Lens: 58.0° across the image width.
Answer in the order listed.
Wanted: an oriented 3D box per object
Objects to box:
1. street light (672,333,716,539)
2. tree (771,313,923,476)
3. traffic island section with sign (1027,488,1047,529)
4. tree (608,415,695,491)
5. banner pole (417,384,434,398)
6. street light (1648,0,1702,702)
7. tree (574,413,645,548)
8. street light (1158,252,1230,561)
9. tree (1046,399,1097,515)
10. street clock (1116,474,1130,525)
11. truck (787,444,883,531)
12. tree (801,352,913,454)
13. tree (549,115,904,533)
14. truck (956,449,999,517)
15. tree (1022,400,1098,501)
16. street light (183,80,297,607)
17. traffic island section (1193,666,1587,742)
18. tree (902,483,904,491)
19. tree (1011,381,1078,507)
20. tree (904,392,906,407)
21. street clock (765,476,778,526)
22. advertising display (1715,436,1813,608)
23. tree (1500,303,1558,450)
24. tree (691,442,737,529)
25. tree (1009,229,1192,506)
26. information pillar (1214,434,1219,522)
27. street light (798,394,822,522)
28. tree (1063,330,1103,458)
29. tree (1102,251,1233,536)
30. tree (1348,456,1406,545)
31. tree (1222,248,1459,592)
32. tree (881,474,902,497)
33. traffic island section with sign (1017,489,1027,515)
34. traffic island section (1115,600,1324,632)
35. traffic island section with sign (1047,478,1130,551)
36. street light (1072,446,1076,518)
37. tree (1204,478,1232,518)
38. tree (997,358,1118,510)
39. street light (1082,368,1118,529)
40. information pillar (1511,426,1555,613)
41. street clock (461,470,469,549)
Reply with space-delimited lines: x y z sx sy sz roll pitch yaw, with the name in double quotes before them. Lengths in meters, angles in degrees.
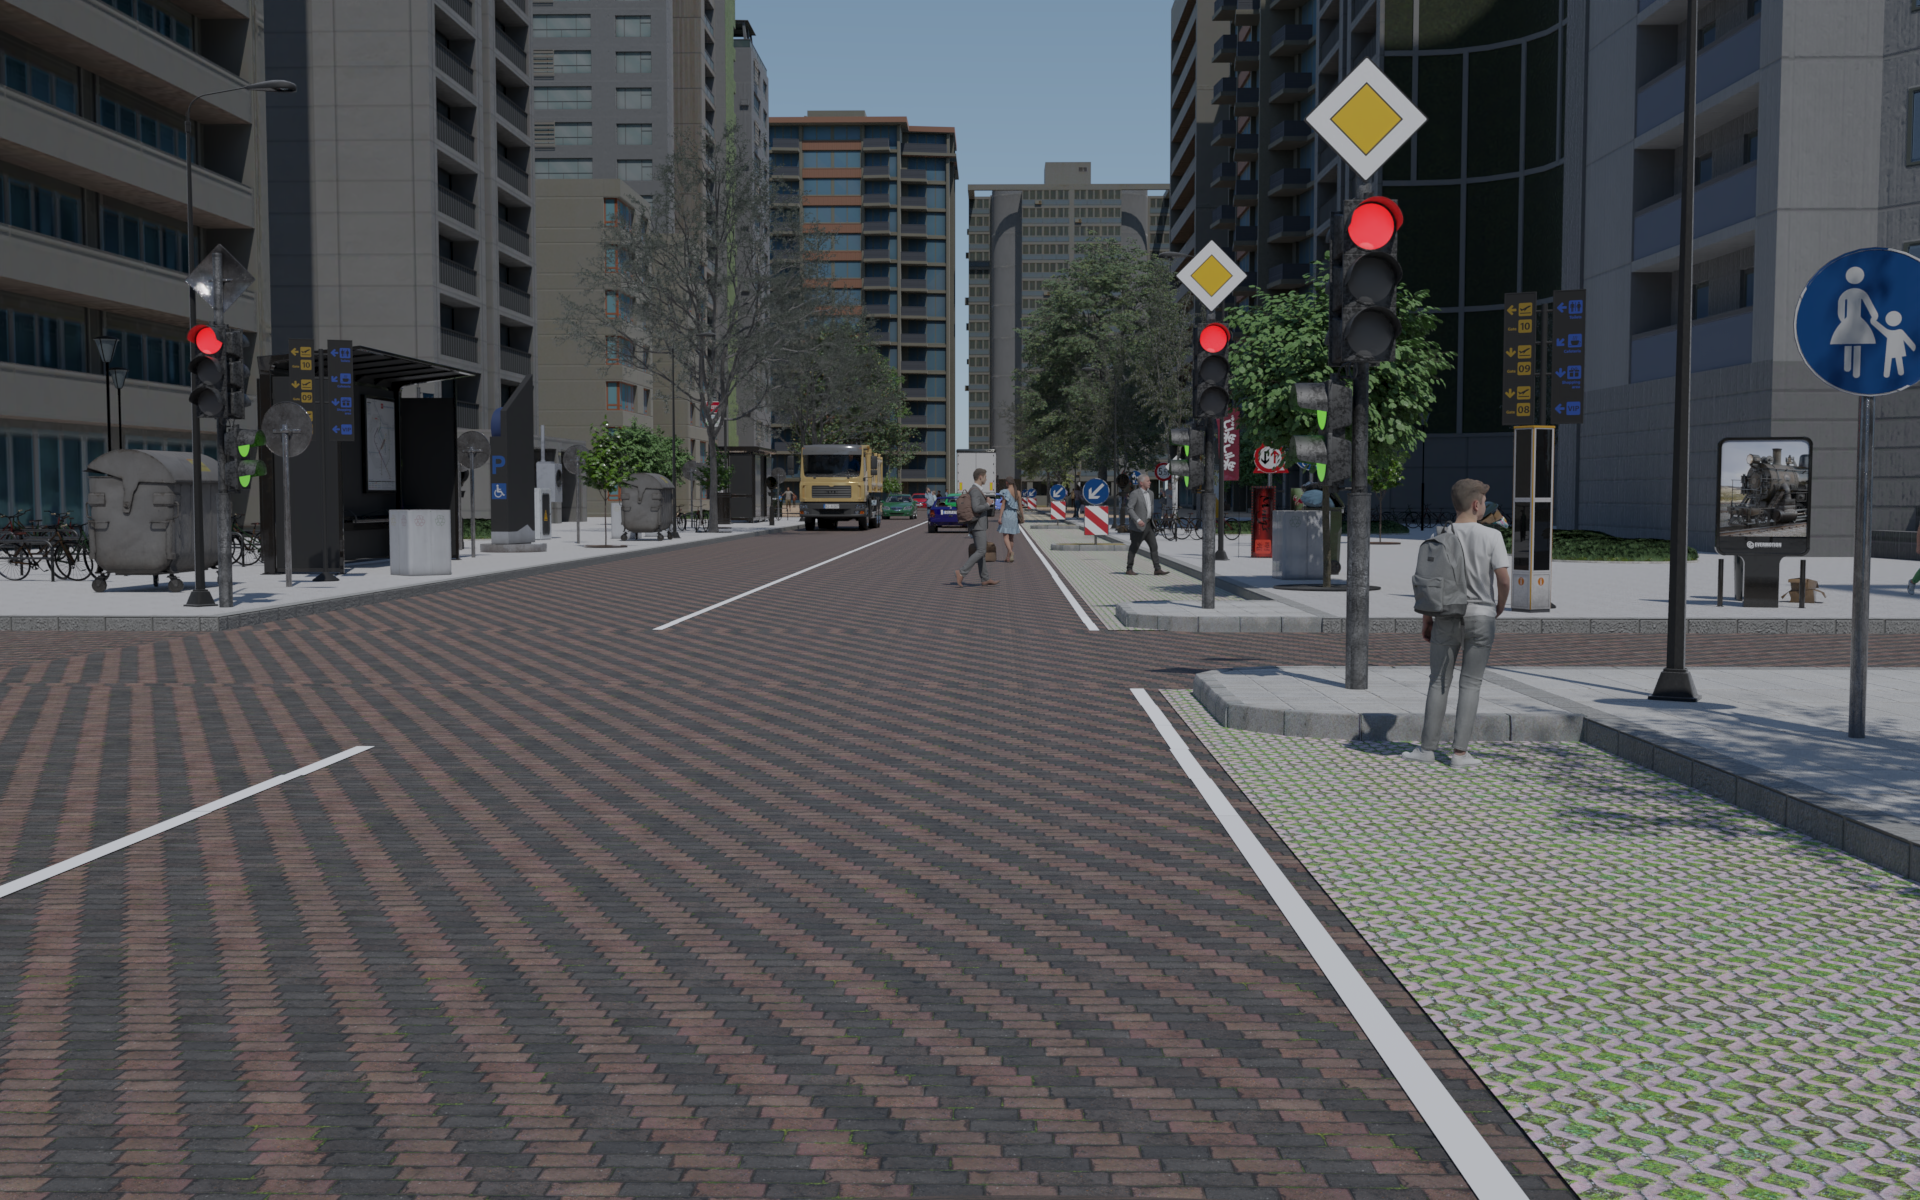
"street light" -7.718 -4.735 49.951 1.470 5.913 1.316 0 4 1
"tree" -7.379 -11.795 109.858 9.611 12.733 9.660 0 3 0
"traffic island section with sign" 3.887 -3.820 71.078 1.989 1.847 2.006 0 4 1
"tree" -13.517 -5.377 71.622 4.285 4.588 4.351 0 3 0
"banner pole" -11.611 -2.913 37.636 0.401 3.779 0.863 1 4 13
"street light" 3.935 -2.333 10.682 1.470 5.913 1.316 0 4 1
"tree" -8.382 -2.871 41.545 1.663 3.219 1.824 0 3 0
"street light" 4.504 -3.720 33.360 1.470 5.913 1.316 0 4 1
"tree" 7.087 -9.544 106.401 4.737 8.622 4.395 0 3 0
"street clock" 5.767 -3.474 61.372 0.471 2.002 0.358 1 4 10
"truck" -4.772 -4.535 70.067 3.469 3.379 9.791 0 4 2
"tree" -7.068 -11.986 121.720 9.928 11.665 9.643 0 3 0
"tree" -8.121 -8.957 56.816 12.009 13.543 11.850 0 3 0
"truck" 1.118 -7.600 113.172 2.839 4.237 11.283 0 4 1
"tree" 9.117 -13.706 158.508 7.601 10.594 8.767 3 4 37
"street light" -8.144 -2.879 19.614 1.470 5.913 1.316 0 4 1
"traffic island section" 2.636 0.664 11.419 2.009 0.180 2.903 0 4 1
"tree" -6.171 -10.453 165.509 1.663 3.219 1.824 0 3 0
"tree" 8.470 -15.389 169.739 7.486 12.596 7.792 0 3 0
"tree" -7.856 -11.153 92.715 12.009 13.543 11.850 0 3 0
"street clock" -7.649 -4.025 70.378 0.471 2.002 0.358 0 4 6
"advertising display" 9.057 -0.876 19.544 0.974 1.923 0.123 1 4 17
"tree" 22.819 -7.030 65.298 4.360 8.622 3.978 0 3 0
"tree" -9.145 -4.261 64.273 1.663 3.219 1.824 0 3 0
"tree" 7.071 -10.909 85.009 9.857 13.997 8.962 0 3 0
"information pillar" 9.456 -4.428 63.750 0.183 3.616 0.504 3 5 43
"street light" -6.795 -6.594 80.349 1.470 5.913 1.316 0 4 1
"tree" 6.897 -7.689 76.082 4.360 8.622 3.978 0 3 0
"tree" 6.549 -6.236 52.314 4.360 8.622 3.978 0 3 0
"tree" 10.606 -3.033 44.185 1.663 3.219 1.824 0 3 0
"tree" 5.044 -2.425 23.357 4.285 4.588 4.351 0 3 0
"tree" -6.717 -9.985 157.854 1.663 3.219 1.824 0 3 0
"traffic island section with sign" 4.920 -6.886 121.217 1.989 1.847 2.006 0 4 1
"traffic island section" 2.802 0.176 19.403 2.009 0.180 2.903 0 4 1
"traffic island section with sign" 3.317 -2.171 44.129 1.989 1.847 2.006 0 4 1
"street light" 5.749 -7.453 94.390 1.470 5.913 1.316 0 4 1
"tree" 14.036 -6.031 93.204 1.663 3.219 1.824 0 3 0
"tree" 7.934 -14.035 139.845 12.009 13.543 11.850 0 3 0
"street light" 5.165 -5.575 63.692 1.470 5.913 1.316 0 4 1
"information pillar" 6.211 -0.875 18.791 0.304 2.012 0.304 -2 4 -26
"street clock" -11.616 -2.172 40.082 0.471 2.002 0.358 0 4 7
